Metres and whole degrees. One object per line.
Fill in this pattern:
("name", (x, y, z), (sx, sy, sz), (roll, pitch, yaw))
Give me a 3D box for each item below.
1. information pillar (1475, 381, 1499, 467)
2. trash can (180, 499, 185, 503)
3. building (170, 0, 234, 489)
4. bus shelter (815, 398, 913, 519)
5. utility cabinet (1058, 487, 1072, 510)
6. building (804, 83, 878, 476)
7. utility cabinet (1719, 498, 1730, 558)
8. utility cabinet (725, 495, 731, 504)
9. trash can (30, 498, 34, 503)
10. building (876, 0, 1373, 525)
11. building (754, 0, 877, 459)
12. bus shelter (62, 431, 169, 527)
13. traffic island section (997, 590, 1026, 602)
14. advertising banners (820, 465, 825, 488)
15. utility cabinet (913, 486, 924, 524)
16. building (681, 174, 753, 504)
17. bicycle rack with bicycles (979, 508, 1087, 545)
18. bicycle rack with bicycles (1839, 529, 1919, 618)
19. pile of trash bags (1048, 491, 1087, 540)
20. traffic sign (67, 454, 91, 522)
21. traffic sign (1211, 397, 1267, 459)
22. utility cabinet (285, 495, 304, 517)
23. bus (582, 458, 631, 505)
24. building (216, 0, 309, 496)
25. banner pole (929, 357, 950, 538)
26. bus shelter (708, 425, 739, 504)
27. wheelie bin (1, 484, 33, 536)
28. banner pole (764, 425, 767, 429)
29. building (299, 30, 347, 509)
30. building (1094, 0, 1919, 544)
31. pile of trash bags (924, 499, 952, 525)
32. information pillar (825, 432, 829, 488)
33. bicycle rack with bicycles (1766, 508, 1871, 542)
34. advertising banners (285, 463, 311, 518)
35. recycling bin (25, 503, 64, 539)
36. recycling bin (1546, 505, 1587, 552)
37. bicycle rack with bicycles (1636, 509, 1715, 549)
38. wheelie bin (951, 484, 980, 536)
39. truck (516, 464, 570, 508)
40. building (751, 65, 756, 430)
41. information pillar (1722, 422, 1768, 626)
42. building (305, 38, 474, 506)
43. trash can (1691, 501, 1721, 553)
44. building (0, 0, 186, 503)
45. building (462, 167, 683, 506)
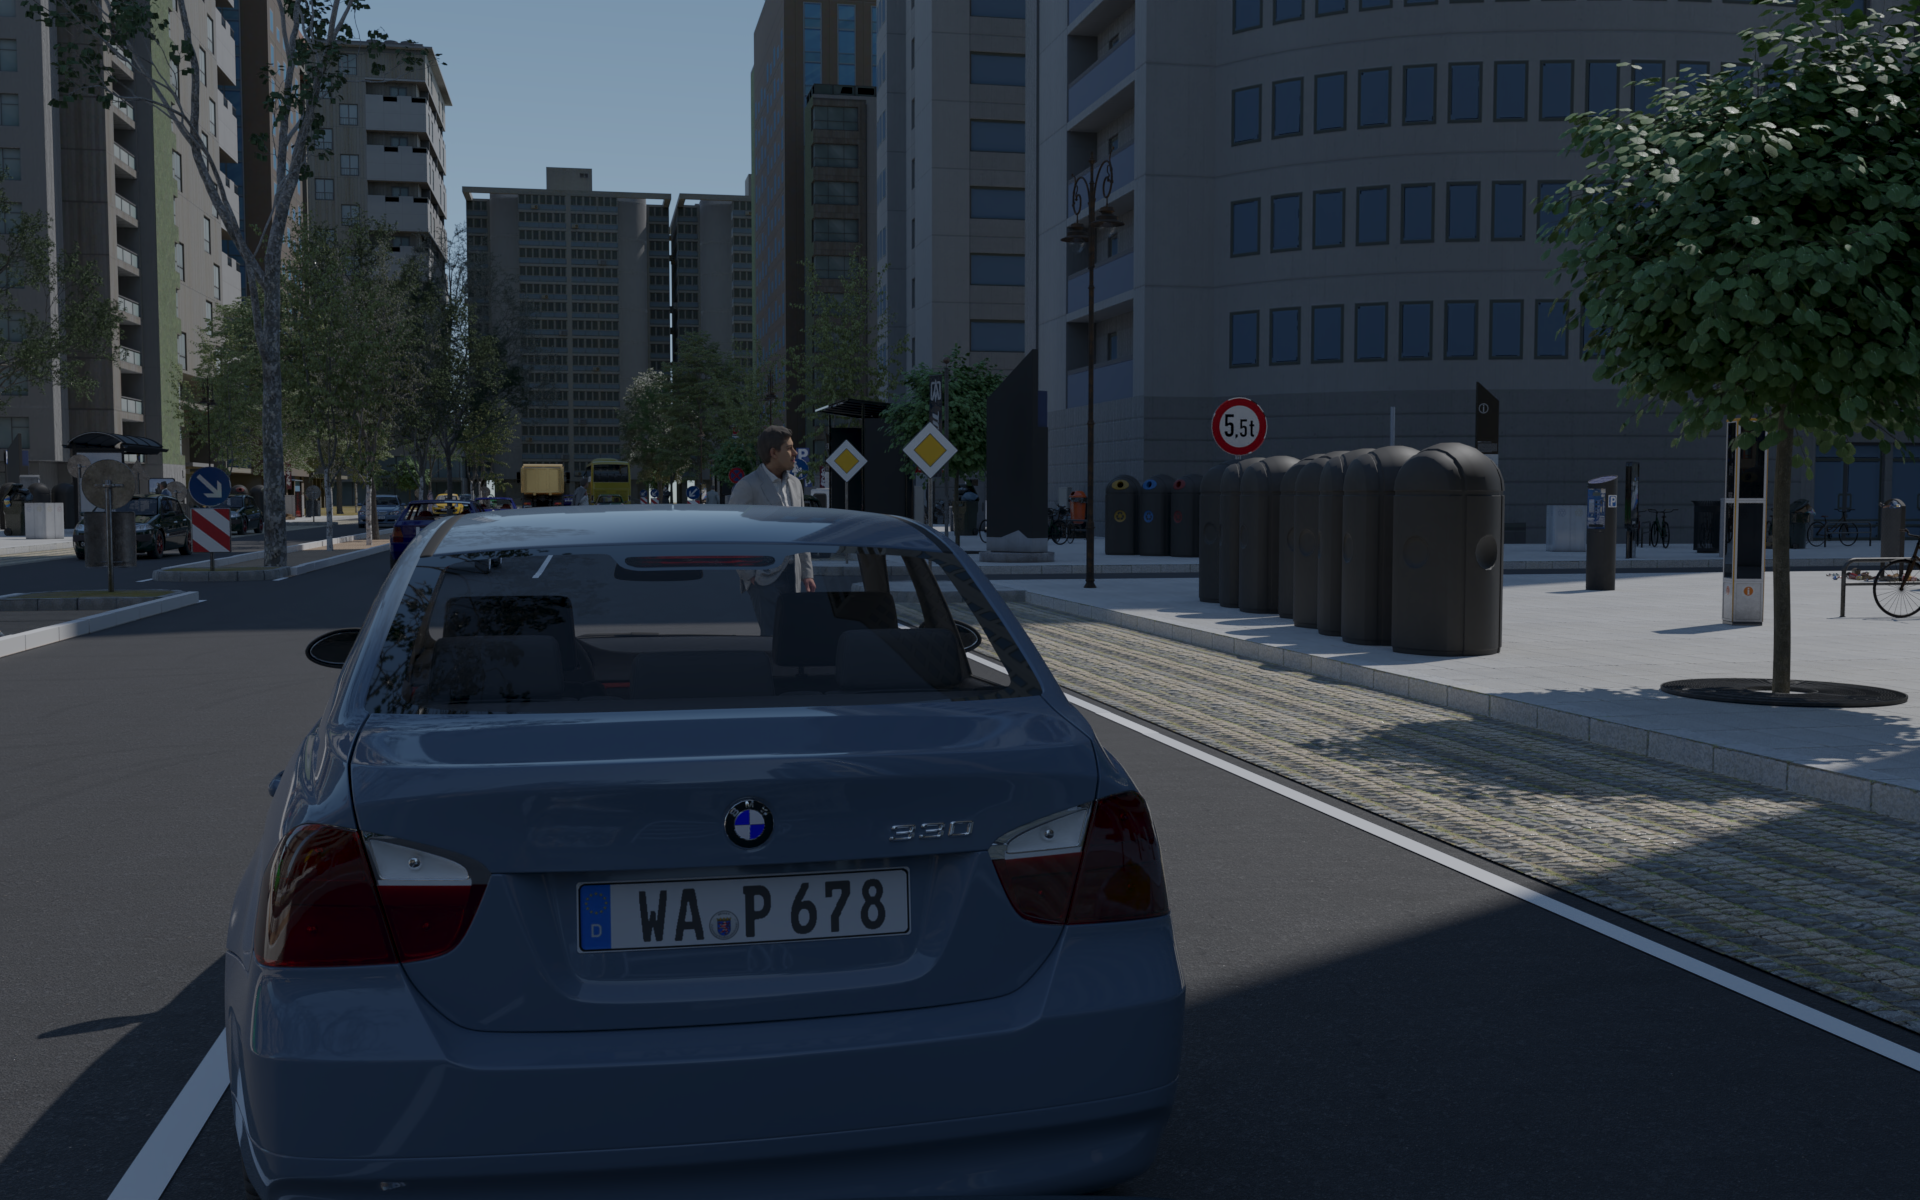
("information pillar", (10.945, -2.735, 36.064), (0.504, 3.616, 0.183), (0, 4, -5))
("trash can", (-37.413, -4.356, 82.871), (0.748, 1.137, 0.748), (0, 3, 0))
("building", (-62.028, -31.809, 109.320), (28.713, 52.752, 27.495), (-1, 4, -12))
("bus shelter", (-2.543, -3.321, 45.581), (1.731, 3.624, 6.357), (-1, 4, -12))
("utility cabinet", (3.221, -2.729, 53.298), (0.318, 1.500, 1.173), (1, 4, 11))
("building", (-4.566, -21.715, 126.748), (14.160, 30.474, 14.107), (-1, 4, -12))
("utility cabinet", (15.778, -1.478, 35.332), (0.306, 1.237, 1.020), (3, 4, 38))
("utility cabinet", (-12.345, -4.975, 92.502), (0.306, 1.237, 1.020), (-1, 4, -15))
("trash can", (-33.075, -3.023, 61.083), (0.748, 1.137, 0.748), (0, 3, 0))
("building", (6.074, -33.704, 93.058), (21.231, 58.520, 28.212), (-1, 4, -12))
("building", (-10.626, -30.818, 153.978), (14.600, 45.320, 14.200), (-1, 4, -12))
("bus shelter", (-28.484, -3.959, 58.657), (2.014, 3.302, 5.546), (-1, 4, -12))
("traffic island section", (-0.397, -0.111, 24.101), (2.009, 0.180, 2.903), (-1, 4, -12))
("advertising banners", (-8.693, -6.431, 101.329), (2.074, 3.025, 0.090), (1, 4, 14))
("utility cabinet", (-1.307, -2.318, 46.573), (0.318, 1.500, 1.173), (-2, 4, -24))
("building", (-23.325, -31.890, 213.289), (23.993, 40.220, 32.217), (-1, 4, -12))
("bicycle rack with bicycles", (2.131, -1.915, 44.686), (2.852, 0.926, 2.925), (-2, 4, -26))
("bicycle rack with bicycles", (10.430, -0.237, 17.261), (2.925, 0.926, 2.852), (-1, 4, -11))
("pile of trash bags", (2.942, -2.454, 49.881), (1.912, 1.369, 3.447), (-1, 4, -16))
("traffic sign", (-28.167, -3.382, 55.401), (0.768, 2.556, 0.104), (0, 4, -2))
("traffic sign", (3.664, -1.392, 22.863), (0.768, 2.556, 0.104), (-1, 4, -10))
("utility cabinet", (-37.018, -5.206, 96.277), (1.020, 1.237, 0.306), (0, 4, 1))
("bus", (-24.124, -7.753, 118.306), (2.896, 3.916, 12.252), (-1, 4, -14))
("building", (-58.455, -29.466, 131.886), (14.600, 45.320, 14.200), (-1, 4, -12))
("banner pole", (-0.364, -2.561, 31.894), (0.401, 3.779, 0.863), (-2, 4, -31))
("bus shelter", (-13.177, -7.418, 98.910), (2.179, 5.291, 8.768), (-1, 4, -12))
("wheelie bin", (-28.966, -2.775, 53.283), (0.693, 1.594, 0.980), (0, 4, -2))
("banner pole", (-7.049, -4.446, 62.704), (0.401, 3.779, 0.863), (0, 4, -3))
("building", (-70.817, -30.417, 151.937), (28.867, 44.769, 22.147), (-1, 4, -12))
("building", (17.812, -31.274, 53.336), (28.212, 58.520, 21.231), (-1, 4, -12))
("pile of trash bags", (-0.647, -3.937, 74.115), (3.447, 1.369, 1.912), (2, 4, 24))
("information pillar", (-4.813, -4.476, 64.539), (0.504, 3.616, 0.183), (1, 4, 15))
("bicycle rack with bicycles", (20.956, -1.805, 42.894), (2.925, 0.926, 2.852), (-2, 4, -28))
("advertising banners", (-36.245, -6.036, 94.879), (2.074, 3.025, 0.090), (2, 4, 28))
("recycling bin", (-26.099, -2.252, 49.372), (0.722, 1.027, 0.722), (1, 4, 16))
("recycling bin", (13.531, -1.597, 38.659), (0.722, 1.027, 0.722), (0, 4, 6))
("bicycle rack with bicycles", (17.295, -1.730, 41.670), (2.852, 0.926, 2.925), (2, 4, 29))
("wheelie bin", (0.172, -2.784, 53.419), (0.980, 1.594, 0.693), (3, 5, 41))
("truck", (-26.772, -7.052, 111.224), (3.469, 3.379, 9.791), (-1, 4, -13))
("building", (-13.301, -29.636, 168.144), (14.154, 41.232, 14.086), (-1, 4, -12))
("information pillar", (7.687, -0.762, 16.957), (0.304, 2.012, 0.304), (0, 4, 5))
("building", (-71.730, -37.443, 201.438), (27.495, 52.752, 28.713), (-1, 4, -12))
("trash can", (16.270, -1.589, 37.635), (0.748, 1.137, 0.748), (0, 3, 0))
("building", (-48.657, -24.696, 87.380), (14.154, 41.232, 14.086), (-1, 4, -12))
("building", (-46.903, -31.617, 208.823), (23.993, 40.220, 32.217), (-1, 4, -12))
